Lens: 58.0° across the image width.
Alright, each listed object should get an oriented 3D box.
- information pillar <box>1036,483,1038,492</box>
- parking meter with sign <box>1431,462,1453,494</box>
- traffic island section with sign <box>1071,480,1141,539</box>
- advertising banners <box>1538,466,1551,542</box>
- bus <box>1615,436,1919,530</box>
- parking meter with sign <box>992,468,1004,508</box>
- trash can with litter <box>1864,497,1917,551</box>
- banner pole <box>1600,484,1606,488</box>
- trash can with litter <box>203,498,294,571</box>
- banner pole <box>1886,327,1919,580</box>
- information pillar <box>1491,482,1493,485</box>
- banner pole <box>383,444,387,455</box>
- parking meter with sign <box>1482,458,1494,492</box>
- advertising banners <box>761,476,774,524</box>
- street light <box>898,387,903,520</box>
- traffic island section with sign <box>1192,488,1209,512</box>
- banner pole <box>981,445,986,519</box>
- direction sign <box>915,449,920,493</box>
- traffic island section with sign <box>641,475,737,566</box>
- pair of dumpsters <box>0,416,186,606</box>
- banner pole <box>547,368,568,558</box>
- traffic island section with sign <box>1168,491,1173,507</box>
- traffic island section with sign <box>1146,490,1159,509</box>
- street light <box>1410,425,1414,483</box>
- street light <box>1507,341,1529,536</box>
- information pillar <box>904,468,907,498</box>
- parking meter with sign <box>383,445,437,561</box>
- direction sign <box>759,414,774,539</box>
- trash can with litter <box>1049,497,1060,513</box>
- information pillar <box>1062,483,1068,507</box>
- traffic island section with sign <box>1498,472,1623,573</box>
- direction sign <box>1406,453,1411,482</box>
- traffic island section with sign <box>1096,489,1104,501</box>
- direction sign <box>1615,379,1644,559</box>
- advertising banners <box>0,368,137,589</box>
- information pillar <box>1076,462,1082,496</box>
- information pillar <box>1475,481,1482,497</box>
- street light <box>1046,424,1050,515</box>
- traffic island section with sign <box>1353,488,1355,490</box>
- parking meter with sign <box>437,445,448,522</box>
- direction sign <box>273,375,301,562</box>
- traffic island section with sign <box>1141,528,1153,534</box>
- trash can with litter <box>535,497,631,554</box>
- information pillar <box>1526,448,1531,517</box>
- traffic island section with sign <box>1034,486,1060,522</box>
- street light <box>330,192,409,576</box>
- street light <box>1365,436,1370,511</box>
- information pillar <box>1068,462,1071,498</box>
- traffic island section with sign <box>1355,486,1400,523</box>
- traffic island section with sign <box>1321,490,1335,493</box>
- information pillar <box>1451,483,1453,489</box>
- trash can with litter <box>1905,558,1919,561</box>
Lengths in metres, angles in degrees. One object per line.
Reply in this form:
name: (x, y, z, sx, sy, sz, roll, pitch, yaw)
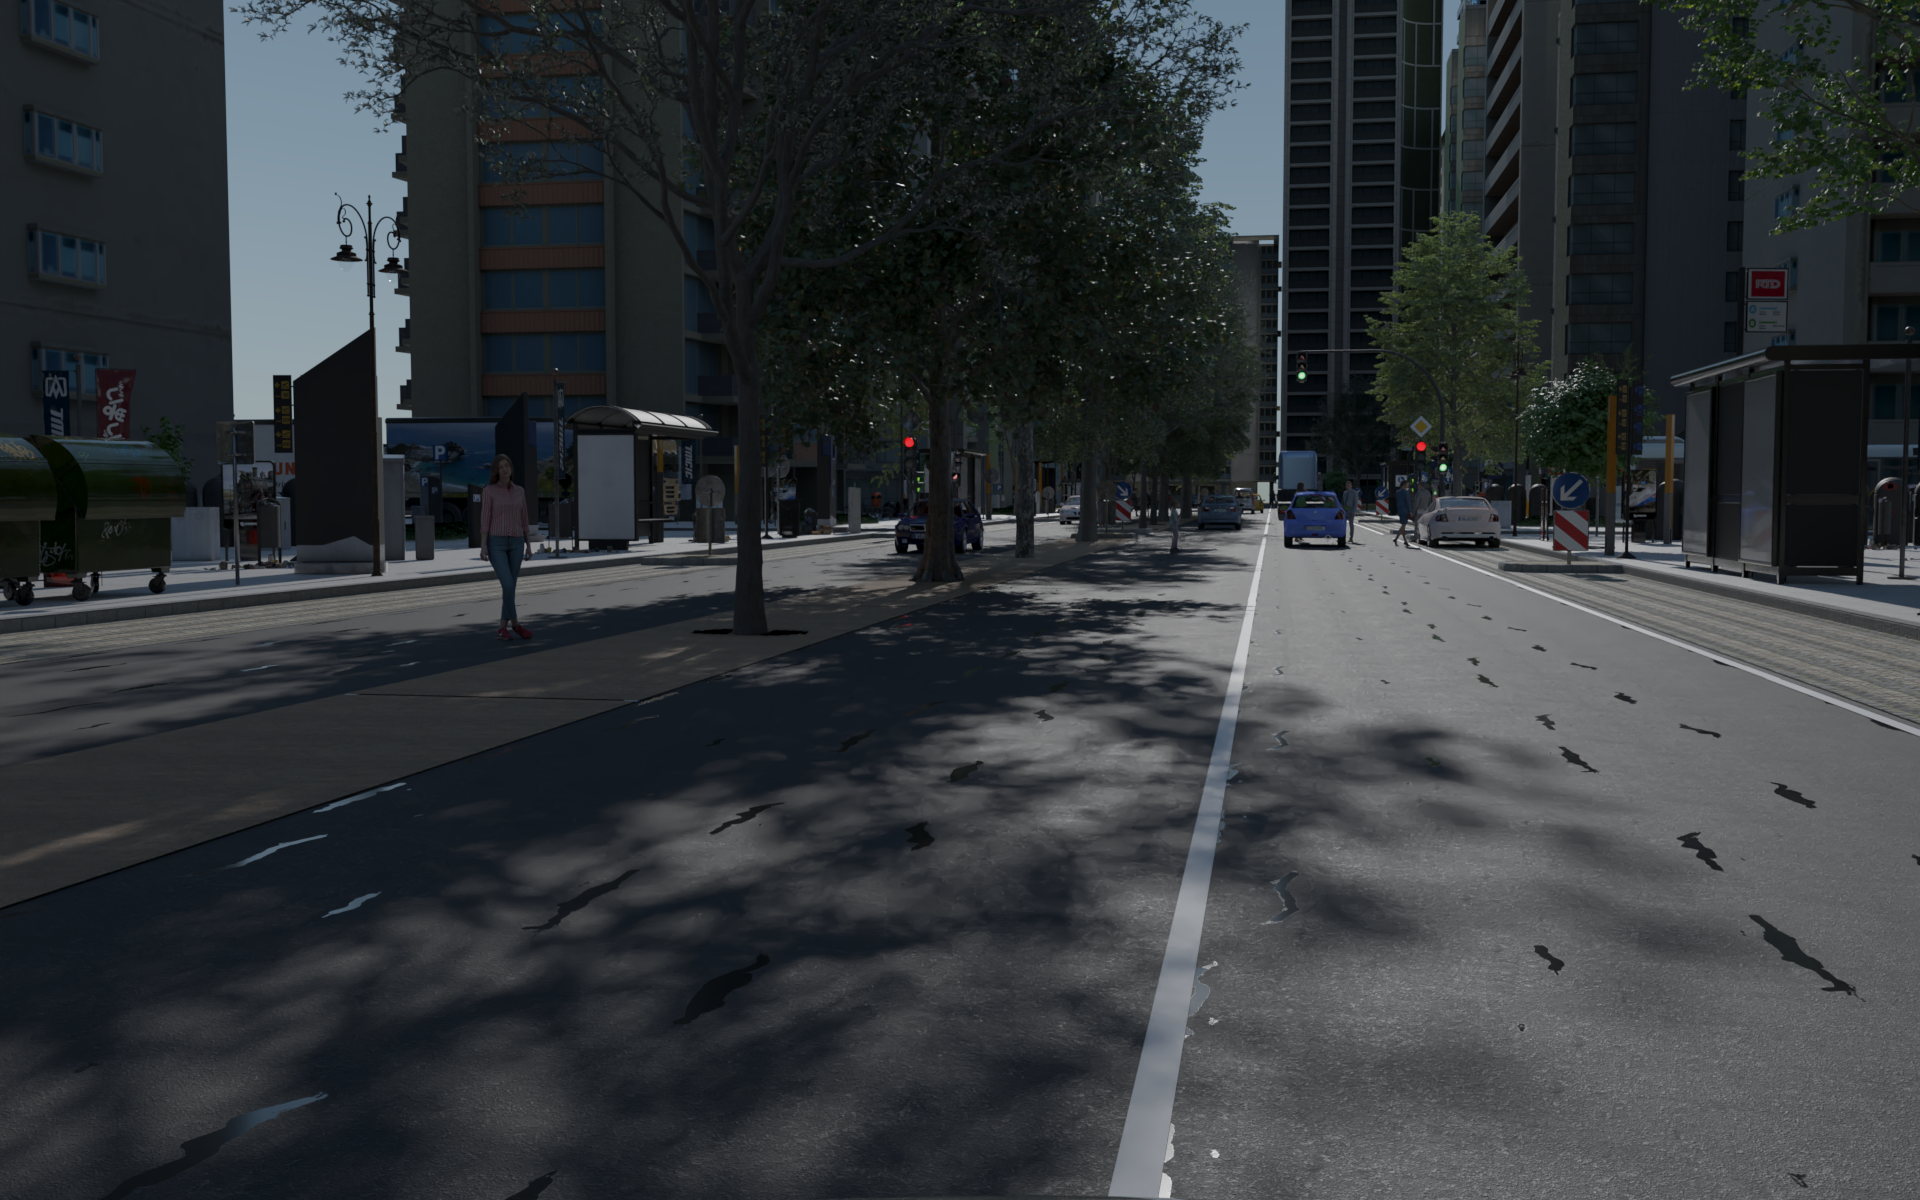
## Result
information pillar: (4.908, -6.694, 113.945, 0.304, 2.012, 0.304, -3, 4, -39)
parking meter with sign: (25.793, -5.945, 93.464, 1.738, 3.016, 0.543, 0, 4, 3)
traffic island section with sign: (4.713, -2.953, 56.415, 2.006, 1.907, 1.989, 1, 4, 10)
advertising banners: (15.968, -3.130, 47.371, 0.090, 3.025, 2.074, 1, 4, 11)
bus: (28.010, -3.690, 55.186, 13.247, 3.499, 2.948, 1, 4, 11)
parking meter with sign: (2.467, -7.323, 115.988, 0.543, 3.016, 1.738, -2, 4, -25)
trash can with litter: (21.301, -1.785, 40.244, 1.678, 1.210, 2.233, 3, 4, 37)
banner pole: (30.072, -5.523, 80.324, 0.401, 3.779, 0.863, -3, 4, -38)
trash can with litter: (-12.307, -1.155, 29.934, 1.678, 1.210, 2.233, 1, 4, 20)
banner pole: (14.427, -2.198, 25.961, 0.863, 3.779, 0.401, 1, 4, 11)
information pillar: (31.331, -5.999, 102.568, 0.304, 2.012, 0.304, 3, 4, 37)
banner pole: (-25.163, -5.248, 75.821, 0.863, 3.779, 0.401, 0, 4, 1)
parking meter with sign: (25.836, -5.422, 84.905, 0.543, 3.016, 1.738, 1, 4, 14)
advertising banners: (-8.302, -4.755, 73.936, 0.090, 3.025, 2.074, 1, 4, 12)
street light: (-2.210, -5.680, 65.652, 0.468, 5.910, 1.993, 1, 4, 10)
traffic island section with sign: (19.413, -7.921, 137.646, 2.006, 1.907, 1.989, 1, 4, 10)
banner pole: (1.225, -6.078, 89.389, 0.401, 3.779, 0.863, 0, 4, 5)
direction sign: (-2.191, -5.875, 88.053, 0.379, 3.537, 0.876, -1, 4, -22)
traffic island section with sign: (-5.249, -1.640, 35.440, 1.989, 1.847, 2.006, 1, 4, 10)
pair of dumpsters: (-11.085, -1.089, 20.307, 1.574, 2.255, 4.437, 1, 4, 10)
banner pole: (-7.961, -2.715, 34.414, 0.401, 3.779, 0.863, -2, 4, -29)
traffic island section with sign: (23.225, -11.265, 192.818, 1.989, 1.847, 2.006, 1, 4, 10)
traffic island section with sign: (18.351, -9.617, 165.870, 1.989, 1.847, 2.006, 1, 4, 10)
street light: (23.836, -7.244, 91.233, 0.468, 5.910, 1.993, 1, 4, 10)
street light: (16.825, -4.866, 52.349, 0.468, 5.910, 1.993, 1, 4, 10)
information pillar: (-3.261, -6.845, 103.272, 0.183, 3.616, 0.504, 0, 4, 7)
parking meter with sign: (-11.092, -2.278, 33.499, 1.738, 3.016, 0.543, -1, 4, -15)
direction sign: (-5.521, -3.514, 49.455, 0.379, 3.537, 0.876, 1, 4, 20)
trash can with litter: (6.314, -6.325, 114.808, 1.055, 1.170, 0.624, -2, 4, -24)
information pillar: (7.044, -6.835, 116.243, 0.304, 2.012, 0.304, -1, 4, -21)
traffic island section with sign: (11.092, -1.438, 32.143, 1.989, 1.847, 2.006, 1, 4, 10)
direction sign: (24.739, -6.337, 95.599, 0.379, 3.537, 0.876, 2, 4, 26)
traffic island section with sign: (9.384, -6.587, 116.331, 1.989, 1.847, 2.006, 1, 4, 10)
direction sign: (13.268, -2.592, 34.375, 0.876, 3.537, 0.379, -3, 4, -36)
advertising banners: (-12.396, -1.688, 23.787, 2.074, 3.025, 0.090, -3, 4, -36)
information pillar: (8.589, -8.144, 124.510, 0.504, 3.616, 0.183, 3, 4, 37)
information pillar: (29.710, -5.791, 99.168, 0.304, 2.012, 0.304, -2, 4, -28)
street light: (5.471, -8.268, 107.963, 0.468, 5.910, 1.993, 1, 4, 10)
traffic island section with sign: (25.705, -6.378, 112.912, 1.989, 1.847, 2.006, 1, 4, 10)
parking meter with sign: (-18.562, -3.932, 60.545, 0.543, 3.016, 1.738, 1, 4, 13)
direction sign: (-12.600, -2.506, 32.969, 0.876, 3.537, 0.379, 0, 4, 1)
traffic island section with sign: (6.041, -3.399, 63.702, 2.006, 1.907, 1.989, 1, 4, 10)
trash can with litter: (-8.328, -1.637, 37.818, 2.233, 1.210, 1.678, -1, 4, -11)
information pillar: (25.082, -5.203, 76.431, 0.183, 3.616, 0.504, 0, 4, 1)
traffic island section with sign: (4.583, -4.965, 89.805, 1.989, 1.847, 2.006, 1, 4, 10)
street light: (-9.123, -3.311, 26.925, 0.468, 5.910, 1.993, 1, 4, 10)
street light: (31.614, -9.882, 134.359, 0.468, 5.910, 1.993, 1, 4, 10)
information pillar: (7.890, -8.176, 125.027, 0.183, 3.616, 0.504, 1, 4, 18)
traffic island section with sign: (20.895, -4.756, 86.388, 1.989, 1.847, 2.006, 1, 4, 10)
traffic island section with sign: (34.650, -9.398, 162.290, 1.989, 1.847, 2.006, 1, 4, 10)
information pillar: (26.421, -5.385, 92.537, 0.304, 2.012, 0.304, -3, 4, -36)
trash can with litter: (19.280, -1.360, 33.288, 2.233, 1.210, 1.678, 1, 4, 16)
